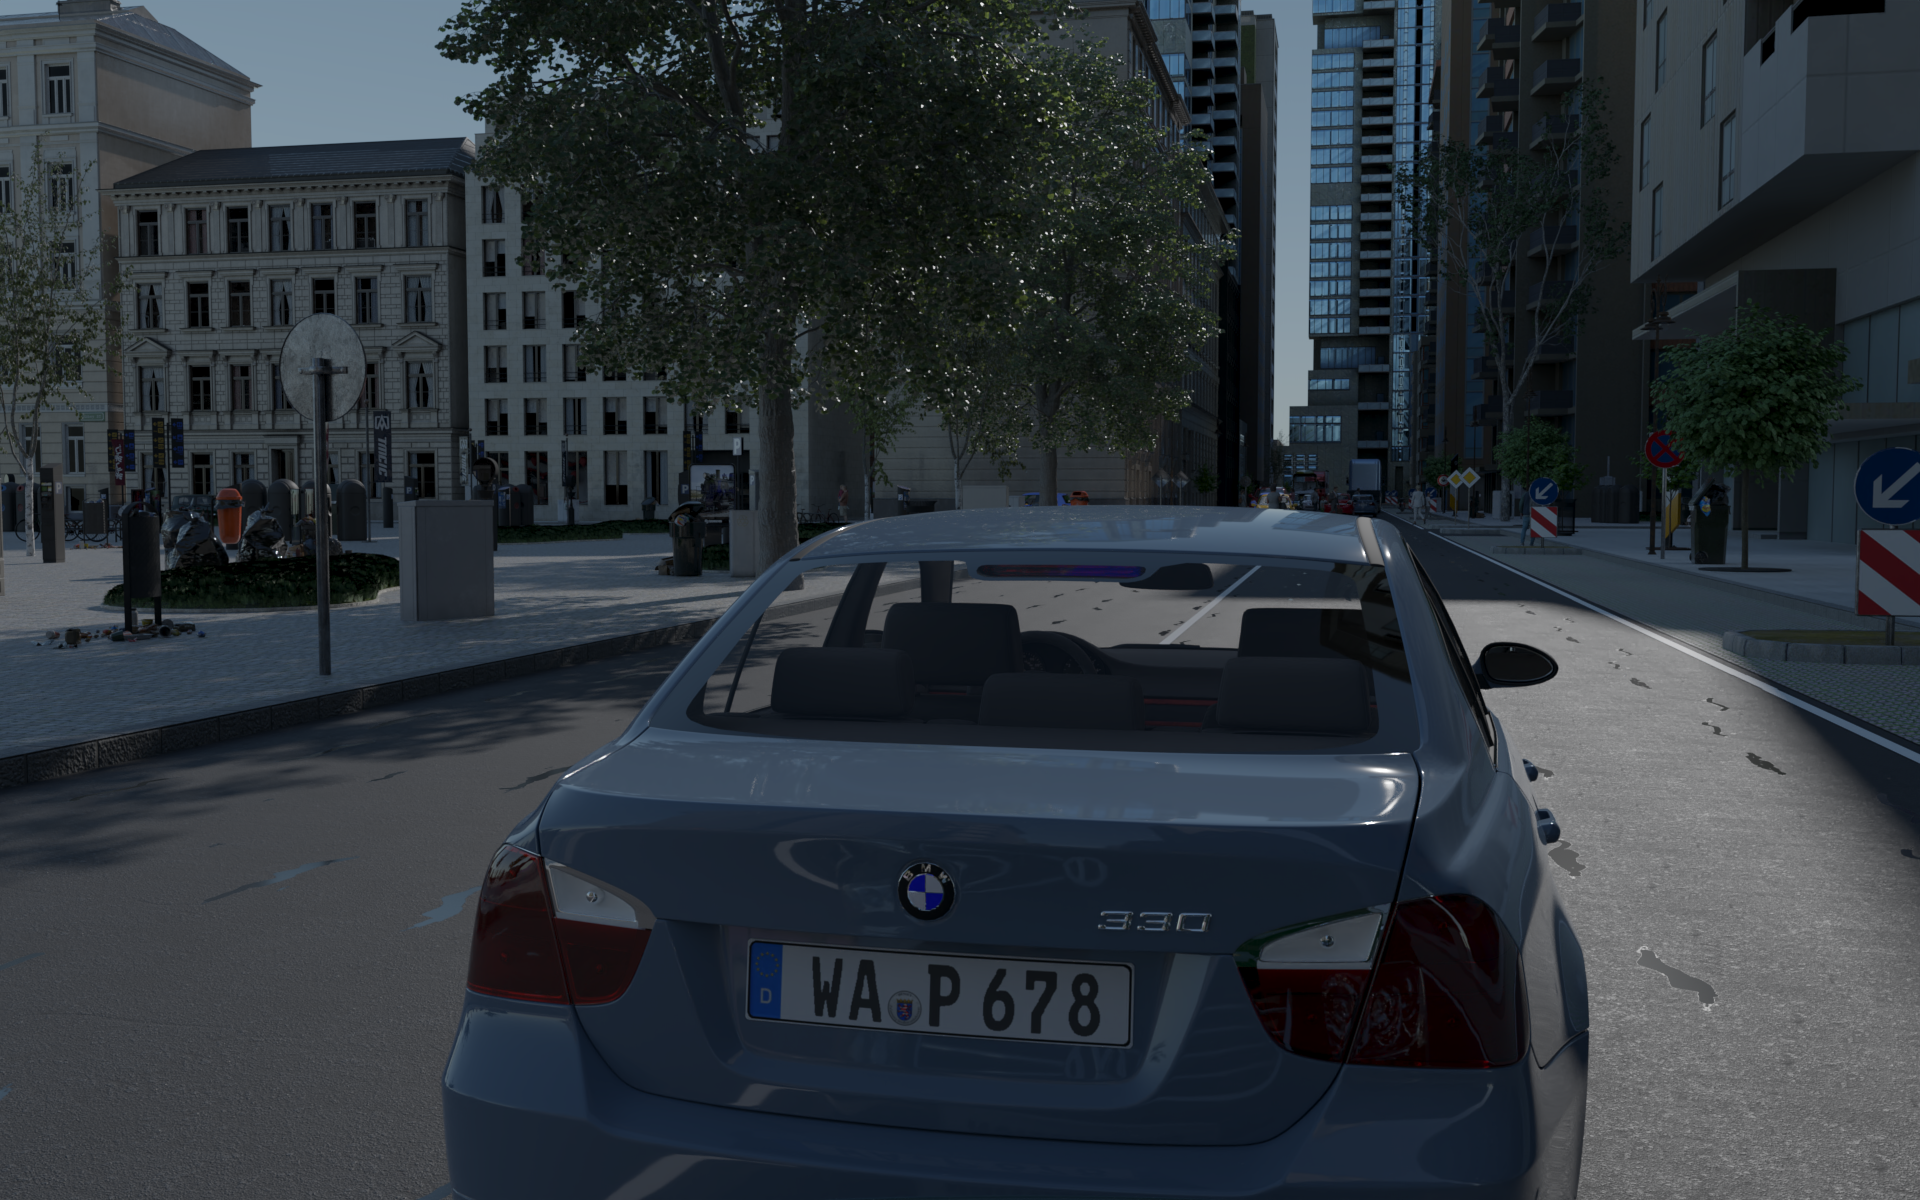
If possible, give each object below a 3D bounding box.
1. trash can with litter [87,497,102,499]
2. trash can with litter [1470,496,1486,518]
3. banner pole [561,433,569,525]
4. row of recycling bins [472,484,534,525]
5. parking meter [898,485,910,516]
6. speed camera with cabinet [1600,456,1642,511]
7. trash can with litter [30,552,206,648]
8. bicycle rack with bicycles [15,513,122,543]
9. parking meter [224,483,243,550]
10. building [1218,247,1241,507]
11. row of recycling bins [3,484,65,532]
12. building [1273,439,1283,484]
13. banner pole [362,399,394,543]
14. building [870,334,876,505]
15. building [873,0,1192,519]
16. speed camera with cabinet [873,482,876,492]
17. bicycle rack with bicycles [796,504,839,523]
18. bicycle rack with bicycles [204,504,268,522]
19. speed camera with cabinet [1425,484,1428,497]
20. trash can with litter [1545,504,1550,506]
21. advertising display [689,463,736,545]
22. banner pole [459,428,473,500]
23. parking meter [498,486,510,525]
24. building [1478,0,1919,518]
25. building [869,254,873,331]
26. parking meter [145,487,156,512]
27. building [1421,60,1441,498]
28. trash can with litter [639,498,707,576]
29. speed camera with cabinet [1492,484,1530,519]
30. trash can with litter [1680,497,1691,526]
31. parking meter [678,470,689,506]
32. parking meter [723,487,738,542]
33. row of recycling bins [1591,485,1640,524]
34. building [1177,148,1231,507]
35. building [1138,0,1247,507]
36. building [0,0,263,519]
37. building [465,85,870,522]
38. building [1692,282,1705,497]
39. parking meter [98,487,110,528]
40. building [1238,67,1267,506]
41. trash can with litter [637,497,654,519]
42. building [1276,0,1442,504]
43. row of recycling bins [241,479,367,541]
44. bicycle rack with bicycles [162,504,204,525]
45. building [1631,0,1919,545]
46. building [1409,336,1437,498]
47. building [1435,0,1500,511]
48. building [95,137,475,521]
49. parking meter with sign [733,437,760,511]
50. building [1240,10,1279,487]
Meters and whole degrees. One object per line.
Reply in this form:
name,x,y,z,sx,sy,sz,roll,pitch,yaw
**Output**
trash can with litter,-20.011,-1.830,40.985,2.233,1.210,1.678,-3,5,-40
trash can with litter,27.500,-4.932,92.028,0.624,1.170,1.055,-2,4,-29
banner pole,-16.201,-4.959,71.101,0.401,3.779,0.863,1,4,8
row of recycling bins,-18.292,-3.800,69.251,1.069,1.692,3.534,1,4,20
parking meter,-1.646,-2.595,50.832,0.372,1.533,0.369,0,3,0
speed camera with cabinet,34.456,-5.869,90.292,2.038,3.252,0.660,0,4,7
trash can with litter,-7.601,-0.267,15.425,1.678,1.210,2.233,0,4,4
bicycle rack with bicycles,-23.803,-2.033,46.615,2.925,0.926,2.852,-1,4,-21
parking meter,-16.737,-1.927,39.913,0.372,1.533,0.369,0,3,0
building,15.529,-18.824,137.453,12.332,23.373,15.834,1,4,13
row of recycling bins,-32.044,-3.173,58.985,3.534,1.692,1.069,1,4,16
building,31.822,-40.180,246.186,27.495,52.752,28.713,1,4,13
banner pole,-15.452,-3.418,45.901,0.863,3.779,0.401,0,4,-4
building,-4.106,-22.778,217.451,28.899,21.520,27.650,1,4,13
building,4.380,-17.783,88.021,12.463,27.353,25.104,1,4,13
speed camera with cabinet,-5.730,-7.878,123.141,0.660,3.252,2.038,1,4,9
bicycle rack with bicycles,-6.021,-2.944,61.521,2.852,0.926,2.925,-3,4,-38
bicycle rack with bicycles,-23.664,-2.775,58.752,2.925,0.926,2.852,-3,4,-36
speed camera with cabinet,35.933,-8.455,132.567,0.660,3.252,2.038,1,4,15
trash can with litter,18.784,-2.727,55.975,0.624,1.170,1.055,1,4,13
advertising display,-5.194,-1.905,36.362,0.974,1.923,0.123,0,4,-2
banner pole,-18.753,-4.641,65.896,0.863,3.779,0.401,2,4,33
parking meter,-14.888,-2.947,56.596,0.372,1.533,0.369,0,3,0
building,42.807,-27.479,103.910,22.147,44.769,28.867,1,4,13
building,-10.627,-36.595,252.947,28.867,44.769,22.147,1,4,13
parking meter,-30.574,-3.488,65.433,0.372,1.533,0.369,0,3,0
building,57.685,-31.625,171.696,22.147,44.769,28.867,1,4,13
trash can with litter,-4.452,-0.969,27.223,0.624,1.170,1.055,-3,5,-43
speed camera with cabinet,28.125,-5.744,88.252,2.038,3.252,0.660,-2,4,-25
trash can with litter,29.642,-3.608,70.372,0.624,1.170,1.055,0,4,0
parking meter,-6.330,-2.113,40.254,0.399,1.863,0.255,1,4,21
parking meter,-5.431,-1.994,41.015,0.372,1.533,0.369,0,3,0
row of recycling bins,28.846,-4.234,76.337,1.069,1.692,3.534,0,4,-4
building,8.893,-17.260,115.478,16.112,22.955,30.059,1,4,13
building,16.576,-52.085,164.256,22.319,86.520,31.000,1,4,13
building,-50.859,-18.872,94.469,20.117,28.700,13.634,1,4,13
building,-13.934,-14.085,85.038,16.860,20.320,10.420,1,4,13
building,48.972,-32.575,74.605,28.212,58.520,21.231,1,4,13
parking meter,-32.421,-3.496,65.574,0.372,1.533,0.369,0,3,0
building,25.664,-32.839,187.026,14.600,45.320,14.200,1,4,13
trash can with litter,-12.776,-3.617,70.522,0.624,1.170,1.055,2,4,24
building,59.690,-56.459,235.771,31.000,86.520,22.319,1,4,13
row of recycling bins,-18.063,-2.473,47.541,3.534,1.692,1.069,0,4,-1
bicycle rack with bicycles,-27.470,-2.909,60.952,2.852,0.926,2.925,-1,4,-16
building,33.729,-27.817,44.040,28.713,52.752,27.495,1,4,13
building,67.003,-21.750,200.650,27.650,21.520,28.899,1,4,13
building,44.885,-29.679,135.359,14.600,45.320,14.200,1,4,13
building,-32.021,-13.707,88.735,19.286,19.102,10.561,1,4,13
parking meter with sign,-6.133,-3.517,53.763,1.738,3.016,0.543,-2,4,-35
building,24.405,-41.039,212.980,28.212,58.520,21.231,1,4,13
